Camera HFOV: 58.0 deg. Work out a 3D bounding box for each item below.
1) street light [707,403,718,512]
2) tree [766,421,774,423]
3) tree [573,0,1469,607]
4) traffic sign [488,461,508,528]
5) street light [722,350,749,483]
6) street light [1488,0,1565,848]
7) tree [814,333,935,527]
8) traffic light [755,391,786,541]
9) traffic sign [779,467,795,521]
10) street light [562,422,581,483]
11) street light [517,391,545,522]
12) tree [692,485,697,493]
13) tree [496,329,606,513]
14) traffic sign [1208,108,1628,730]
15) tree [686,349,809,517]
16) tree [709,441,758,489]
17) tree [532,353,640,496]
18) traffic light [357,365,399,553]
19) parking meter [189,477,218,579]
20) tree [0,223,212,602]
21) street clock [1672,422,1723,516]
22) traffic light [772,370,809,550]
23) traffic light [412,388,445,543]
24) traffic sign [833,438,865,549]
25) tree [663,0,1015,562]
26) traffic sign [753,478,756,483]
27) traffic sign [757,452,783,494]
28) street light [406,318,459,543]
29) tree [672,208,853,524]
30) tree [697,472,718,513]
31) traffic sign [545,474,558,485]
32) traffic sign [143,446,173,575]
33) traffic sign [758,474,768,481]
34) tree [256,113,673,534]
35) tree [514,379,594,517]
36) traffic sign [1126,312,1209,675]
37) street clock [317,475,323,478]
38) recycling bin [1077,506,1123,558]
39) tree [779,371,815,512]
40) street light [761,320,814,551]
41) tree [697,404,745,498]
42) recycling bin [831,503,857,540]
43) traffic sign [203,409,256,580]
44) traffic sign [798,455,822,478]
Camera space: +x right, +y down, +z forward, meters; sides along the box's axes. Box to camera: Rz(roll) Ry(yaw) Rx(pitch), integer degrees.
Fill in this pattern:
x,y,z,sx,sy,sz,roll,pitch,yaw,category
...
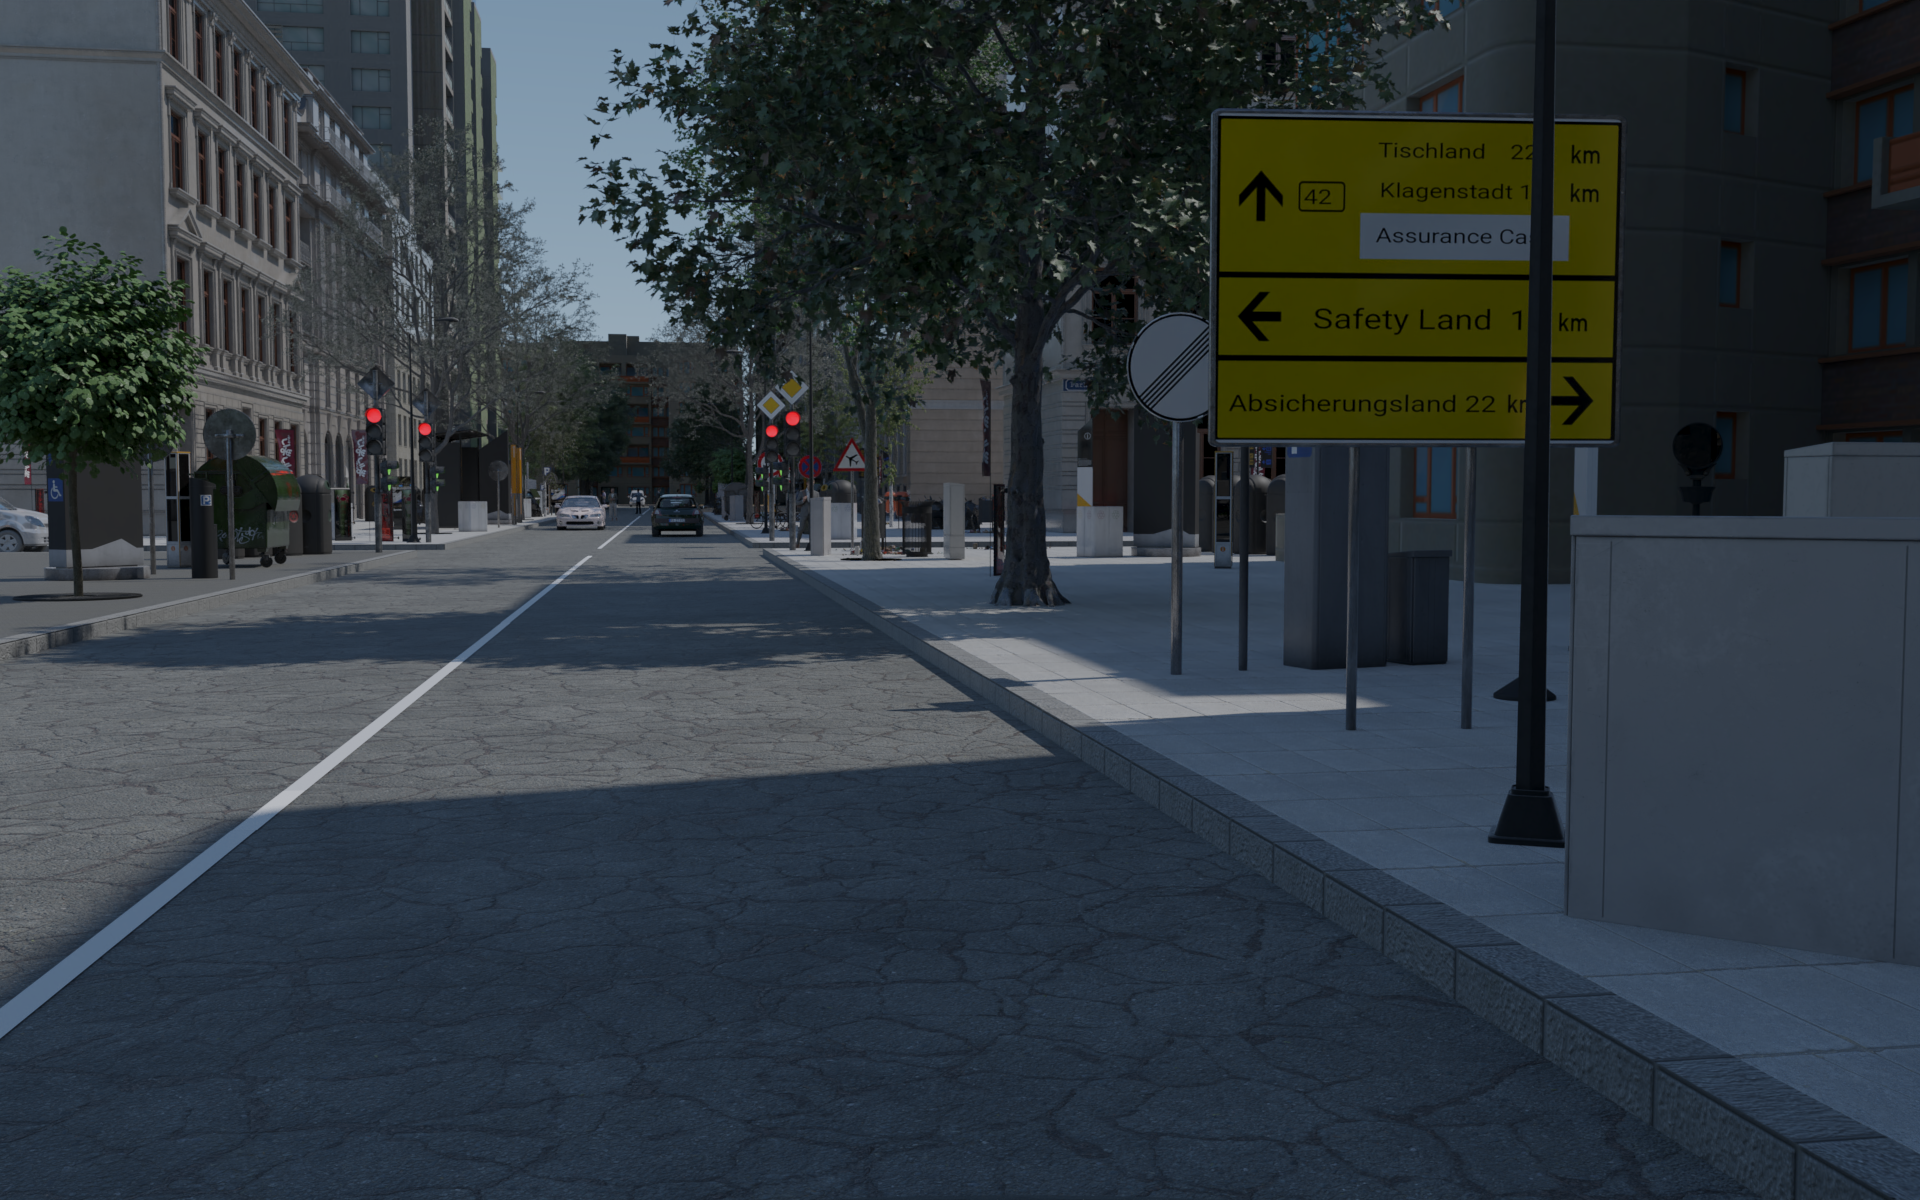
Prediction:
x,y,z,sx,sy,sz,roll,pitch,yaw,category
-12.216,-7.103,88.667,1.470,5.913,1.316,-1,4,-10,street light
-10.518,-9.865,111.662,4.737,8.622,4.395,0,3,0,tree
0.787,-6.282,19.718,9.611,12.733,9.660,0,3,0,tree
-17.592,-4.029,65.985,0.768,2.556,0.104,0,4,-3,traffic sign
-6.836,-5.105,56.006,1.470,5.913,1.316,-1,4,-10,street light
1.583,-2.057,6.179,1.470,5.913,1.316,-1,4,-10,street light
-2.883,-7.116,66.715,4.737,8.622,4.395,0,3,0,tree
-5.158,-3.565,47.214,0.839,4.253,0.868,-1,4,-10,traffic light
-8.080,-4.939,80.853,0.768,2.556,0.104,0,4,-1,traffic sign
-25.052,-8.515,111.757,1.470,5.913,1.316,-1,4,-10,street light
-19.411,-6.466,78.260,1.470,5.913,1.316,-1,4,-10,street light
-28.070,-11.716,186.160,1.663,3.219,1.824,0,3,0,tree
-27.474,-12.220,117.928,7.486,12.596,7.792,0,3,0,tree
2.451,-0.946,9.343,2.265,3.308,0.079,0,4,-4,traffic sign
-11.667,-9.906,96.367,7.601,10.594,8.767,-1,4,-11,tree
-13.430,-7.347,103.833,4.285,4.588,4.351,0,3,0,tree
-34.705,-15.566,161.158,9.857,13.997,8.962,0,3,0,tree
-12.715,-2.991,37.832,0.839,4.253,0.868,-1,4,-10,traffic light
-11.520,-1.099,26.381,0.372,1.533,0.369,0,3,0,parking meter
-10.855,-2.300,21.312,4.285,4.588,4.351,0,3,0,tree
7.483,-0.798,17.611,0.471,2.002,0.358,2,4,25,street clock
-3.832,-3.084,39.339,0.839,4.253,0.868,-1,4,-10,traffic light
-14.042,-3.473,45.706,0.839,4.253,0.868,-1,4,-10,traffic light
-2.498,-2.453,40.114,0.884,2.594,0.081,0,4,-4,traffic sign
-1.874,-6.562,33.040,9.928,11.665,9.643,0,3,0,tree
-13.908,-7.012,114.744,0.768,2.556,0.104,0,4,-1,traffic sign
-5.577,-3.115,51.031,0.768,2.556,0.104,0,4,0,traffic sign
-13.883,-4.470,45.623,1.470,5.913,1.316,-1,4,-10,street light
-8.842,-9.980,73.535,12.009,13.543,11.850,0,3,0,tree
-16.403,-7.509,117.366,1.663,3.219,1.824,0,3,0,tree
-24.628,-6.378,104.385,0.768,2.556,0.104,-1,4,-8,traffic sign
-12.870,-1.679,27.557,0.768,2.556,0.104,0,4,-6,traffic sign
-9.642,-5.232,85.552,0.884,2.594,0.081,0,4,-3,traffic sign
-16.773,-8.862,55.258,12.009,13.543,11.850,0,3,0,tree
-23.237,-9.018,97.803,4.360,8.622,3.978,0,3,0,tree
1.538,-0.742,12.240,0.768,2.556,0.104,0,4,-8,traffic sign
-24.991,-3.843,67.410,0.471,2.002,0.358,-2,4,-27,street clock
2.853,-1.395,35.366,0.722,1.027,0.722,-2,4,-26,recycling bin
-6.860,-8.431,88.216,4.737,8.622,4.395,0,3,0,tree
-3.881,-4.054,38.826,1.470,5.913,1.316,-1,4,-10,street light
-19.224,-11.466,137.833,4.360,8.622,3.978,0,3,0,tree
-3.313,-2.229,48.995,0.722,1.027,0.722,0,4,4,recycling bin
-10.902,-1.576,25.875,0.768,2.556,0.104,0,4,-7,traffic sign
-4.890,-3.452,56.546,0.768,2.556,0.104,0,4,-5,traffic sign
